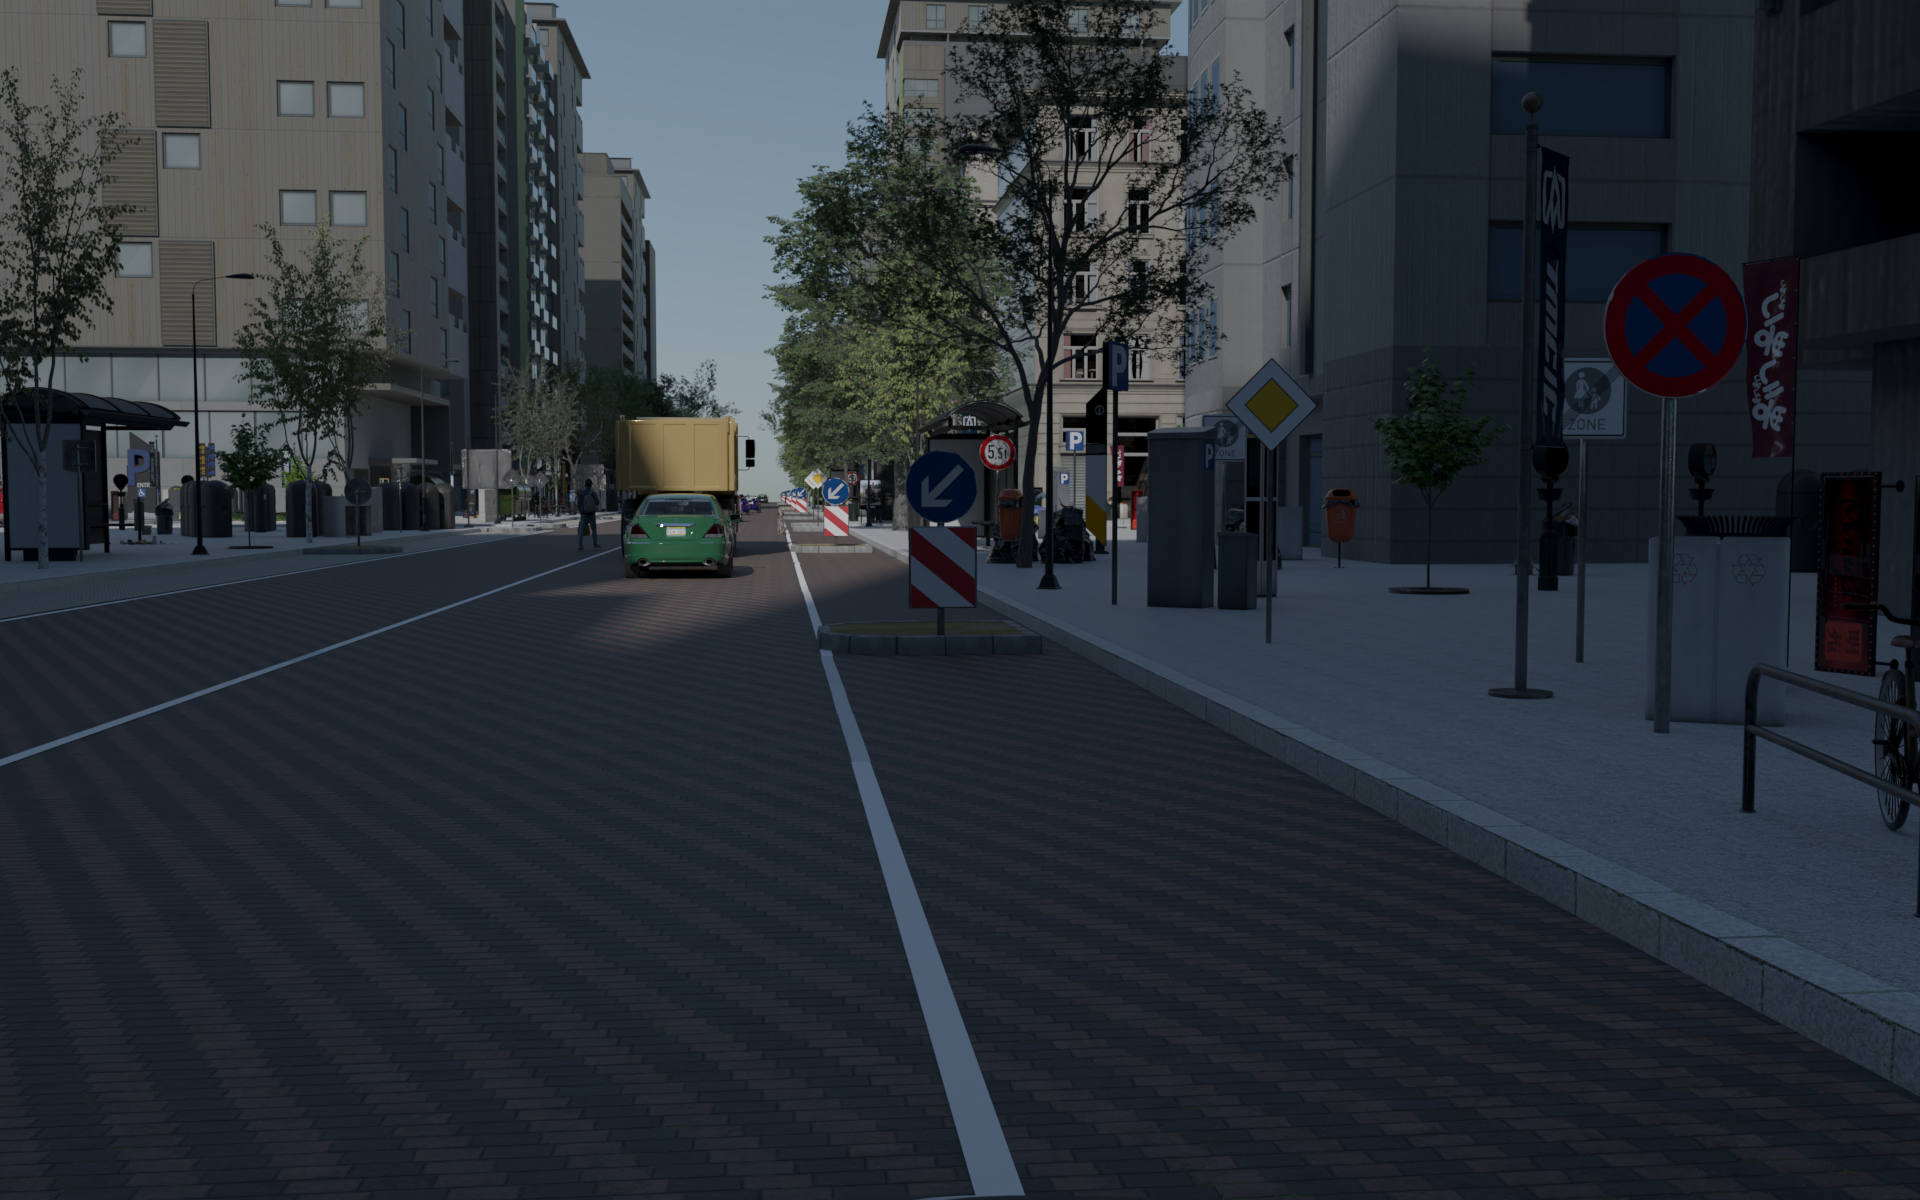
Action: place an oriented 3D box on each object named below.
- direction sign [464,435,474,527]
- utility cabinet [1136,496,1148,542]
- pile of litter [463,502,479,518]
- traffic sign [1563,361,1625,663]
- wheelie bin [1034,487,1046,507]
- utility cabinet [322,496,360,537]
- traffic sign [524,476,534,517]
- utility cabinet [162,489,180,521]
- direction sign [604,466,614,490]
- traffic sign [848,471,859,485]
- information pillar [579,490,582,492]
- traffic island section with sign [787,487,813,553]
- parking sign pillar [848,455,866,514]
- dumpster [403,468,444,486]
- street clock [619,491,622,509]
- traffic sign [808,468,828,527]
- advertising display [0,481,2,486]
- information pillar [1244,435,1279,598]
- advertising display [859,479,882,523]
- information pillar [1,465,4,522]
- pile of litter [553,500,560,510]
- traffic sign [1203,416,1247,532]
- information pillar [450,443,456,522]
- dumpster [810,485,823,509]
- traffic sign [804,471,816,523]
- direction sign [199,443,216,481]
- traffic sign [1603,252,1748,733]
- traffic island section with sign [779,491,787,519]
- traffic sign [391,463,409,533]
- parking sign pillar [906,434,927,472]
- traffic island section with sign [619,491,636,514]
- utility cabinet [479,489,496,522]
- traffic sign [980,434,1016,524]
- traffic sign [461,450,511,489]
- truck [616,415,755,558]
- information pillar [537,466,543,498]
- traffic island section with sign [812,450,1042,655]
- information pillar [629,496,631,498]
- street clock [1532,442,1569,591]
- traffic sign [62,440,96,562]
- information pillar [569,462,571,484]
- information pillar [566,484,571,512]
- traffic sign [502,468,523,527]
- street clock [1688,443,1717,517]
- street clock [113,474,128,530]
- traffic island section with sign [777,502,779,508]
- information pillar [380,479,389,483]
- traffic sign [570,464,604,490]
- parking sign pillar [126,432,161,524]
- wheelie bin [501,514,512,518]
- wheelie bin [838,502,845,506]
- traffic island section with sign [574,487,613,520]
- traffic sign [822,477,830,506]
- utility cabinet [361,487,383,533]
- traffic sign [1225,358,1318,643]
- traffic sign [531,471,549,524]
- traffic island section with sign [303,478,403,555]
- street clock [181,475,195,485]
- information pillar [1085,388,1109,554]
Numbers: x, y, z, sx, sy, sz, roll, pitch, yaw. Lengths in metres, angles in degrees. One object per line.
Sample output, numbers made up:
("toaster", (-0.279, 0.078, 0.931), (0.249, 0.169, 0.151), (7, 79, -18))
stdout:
("direction sign", (-18.908, -4.561, 66.575), (0.379, 3.537, 0.876), (-1, 4, -13))
("utility cabinet", (4.894, -2.160, 46.470), (0.306, 1.237, 1.020), (1, 4, 9))
("pile of litter", (-25.756, -4.785, 92.200), (1.176, 0.858, 1.719), (3, 5, 41))
("traffic sign", (4.718, -0.672, 13.119), (0.606, 2.300, 0.079), (0, 4, -2))
("wheelie bin", (3.404, -4.252, 77.435), (0.980, 1.594, 0.693), (0, 4, 5))
("utility cabinet", (-18.547, -2.486, 51.810), (1.020, 1.237, 0.306), (1, 4, 20))
("traffic sign", (-23.766, -5.705, 95.405), (0.606, 2.300, 0.079), (0, 4, 1))
("utility cabinet", (-36.355, -4.358, 79.931), (0.318, 1.500, 1.173), (0, 4, 5))
("direction sign", (-28.147, -8.979, 138.807), (0.876, 3.537, 0.379), (-1, 4, -14))
("traffic sign", (-6.038, -5.947, 97.346), (0.768, 2.556, 0.104), (0, 4, 2))
("information pillar", (-32.592, -8.800, 148.371), (0.304, 2.012, 0.304), (3, 4, 37))
("traffic island section with sign", (-3.231, -2.115, 43.211), (1.989, 1.847, 2.006), (0, 4, -6))
("parking sign pillar", (-6.672, -7.475, 110.687), (1.447, 3.967, 1.447), (3, 5, 44))
("dumpster", (-20.082, -3.813, 64.842), (1.502, 2.255, 1.985), (0, 4, -6))
("street clock", (-28.756, -8.709, 146.962), (0.471, 2.002, 0.358), (-1, 4, -12))
("traffic sign", (-5.555, -3.920, 67.732), (0.795, 2.450, 0.064), (0, 4, -6))
("advertising display", (-46.487, -4.788, 83.494), (0.123, 1.923, 0.974), (0, 4, 0))
("information pillar", (3.745, -1.043, 21.541), (0.304, 2.012, 0.304), (-3, 4, -38))
("advertising display", (-3.910, -4.321, 75.858), (0.974, 1.923, 0.123), (1, 4, 8))
("information pillar", (-23.724, -2.375, 43.327), (0.304, 2.012, 0.304), (3, 4, 38))
("pile of litter", (-32.227, -7.634, 138.781), (1.719, 0.858, 1.176), (1, 4, 16))
("traffic sign", (3.395, -1.234, 22.298), (0.606, 2.300, 0.079), (0, 4, -6))
("information pillar", (-23.082, -5.345, 78.751), (0.183, 3.616, 0.504), (-1, 4, -12))
("dumpster", (-12.151, -8.957, 148.932), (1.502, 2.255, 1.985), (0, 4, -6))
("traffic sign", (-6.407, -4.405, 75.671), (0.795, 2.450, 0.064), (0, 4, -6))
("direction sign", (-33.394, -5.192, 76.879), (0.876, 3.537, 0.379), (1, 4, 20))
("traffic sign", (3.776, -0.559, 9.243), (0.768, 2.556, 0.104), (0, 4, -1))
("traffic island section with sign", (-9.157, -5.496, 98.486), (1.989, 1.847, 2.006), (0, 4, -6))
("traffic sign", (-18.544, -3.380, 57.388), (0.606, 2.300, 0.079), (0, 4, -2))
("parking sign pillar", (-1.583, -4.801, 66.965), (1.447, 3.967, 1.447), (1, 4, 15))
("traffic island section with sign", (-23.378, -7.058, 124.019), (1.989, 1.847, 2.006), (0, 4, -6))
("utility cabinet", (-21.112, -4.210, 77.510), (0.318, 1.500, 1.173), (1, 4, 11))
("traffic sign", (0.804, -2.258, 37.022), (0.768, 2.556, 0.104), (0, 4, 1))
("traffic sign", (-21.767, -5.245, 79.626), (2.265, 3.308, 0.079), (0, 4, -2))
("truck", (-6.765, -2.850, 42.529), (3.469, 3.379, 9.791), (0, 4, -7))
("information pillar", (-34.189, -9.158, 141.088), (0.504, 3.616, 0.183), (-1, 4, -19))
("traffic island section with sign", (-0.352, -0.476, 16.410), (1.989, 1.847, 2.006), (0, 4, -6))
("information pillar", (-27.848, -9.499, 146.655), (0.183, 3.616, 0.504), (-3, 5, -43))
("street clock", (7.816, -1.125, 22.966), (0.471, 2.002, 0.358), (-2, 4, -33))
("traffic sign", (-16.611, -1.869, 32.683), (0.606, 2.300, 0.079), (0, 4, -3))
("information pillar", (-28.224, -8.250, 126.248), (0.504, 3.616, 0.183), (-2, 4, -32))
("information pillar", (-27.970, -7.285, 123.599), (0.304, 2.012, 0.304), (-2, 4, -33))
("traffic sign", (-17.185, -3.845, 66.510), (0.795, 2.450, 0.064), (0, 4, -6))
("street clock", (10.527, -1.225, 24.604), (0.358, 2.002, 0.471), (3, 5, 45))
("street clock", (-29.805, -3.484, 61.542), (0.471, 2.002, 0.358), (-2, 4, -33))
("traffic island section with sign", (-12.028, -7.135, 125.289), (1.989, 1.847, 2.006), (0, 4, -6))
("information pillar", (-27.185, -4.731, 81.837), (0.304, 2.012, 0.304), (-3, 5, -45))
("traffic sign", (-25.477, -7.616, 118.387), (2.265, 3.308, 0.079), (0, 4, -1))
("parking sign pillar", (-35.275, -5.283, 74.845), (1.447, 3.967, 1.447), (0, 4, 6))
("wheelie bin", (-24.689, -5.266, 94.013), (0.693, 1.594, 0.980), (-1, 4, -22))
("wheelie bin", (-6.419, -5.320, 94.896), (0.693, 1.594, 0.980), (0, 4, -3))
("traffic island section with sign", (-20.452, -5.387, 96.709), (1.989, 1.847, 2.006), (0, 4, -6))
("traffic sign", (-9.695, -7.686, 125.776), (0.768, 2.556, 0.104), (0, 4, -6))
("utility cabinet", (-19.575, -2.950, 56.915), (1.173, 1.500, 0.318), (1, 4, 16))
("traffic sign", (2.652, -0.835, 14.831), (0.795, 2.450, 0.064), (0, 4, -4))
("traffic sign", (-18.037, -4.331, 74.449), (0.795, 2.450, 0.064), (0, 4, -6))
("traffic island section with sign", (-14.549, -2.021, 41.679), (1.989, 1.847, 2.006), (0, 4, -6))
("street clock", (-29.181, -3.726, 65.495), (0.471, 2.002, 0.358), (-1, 4, -23))
("information pillar", (2.926, -2.792, 37.008), (0.504, 3.616, 0.183), (2, 4, 28))
